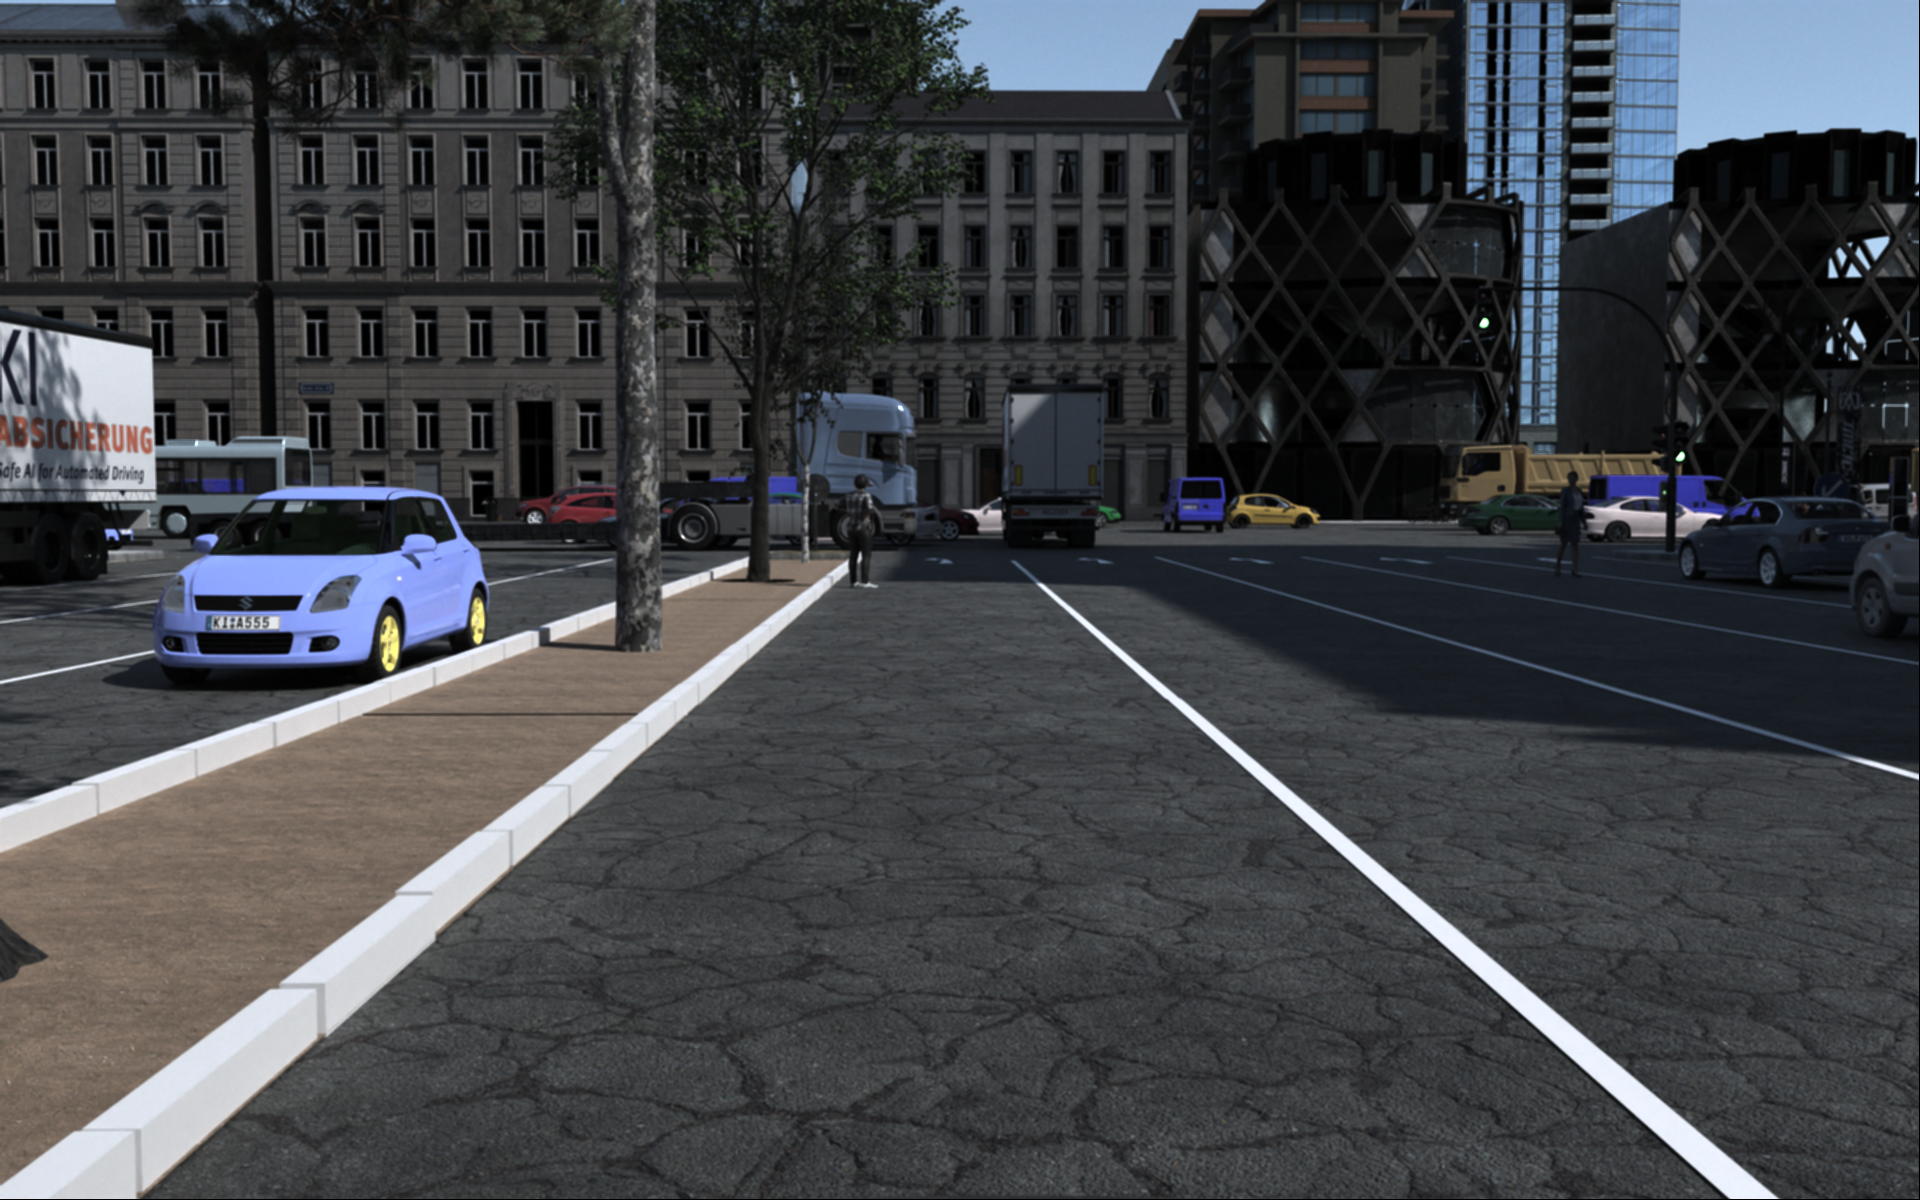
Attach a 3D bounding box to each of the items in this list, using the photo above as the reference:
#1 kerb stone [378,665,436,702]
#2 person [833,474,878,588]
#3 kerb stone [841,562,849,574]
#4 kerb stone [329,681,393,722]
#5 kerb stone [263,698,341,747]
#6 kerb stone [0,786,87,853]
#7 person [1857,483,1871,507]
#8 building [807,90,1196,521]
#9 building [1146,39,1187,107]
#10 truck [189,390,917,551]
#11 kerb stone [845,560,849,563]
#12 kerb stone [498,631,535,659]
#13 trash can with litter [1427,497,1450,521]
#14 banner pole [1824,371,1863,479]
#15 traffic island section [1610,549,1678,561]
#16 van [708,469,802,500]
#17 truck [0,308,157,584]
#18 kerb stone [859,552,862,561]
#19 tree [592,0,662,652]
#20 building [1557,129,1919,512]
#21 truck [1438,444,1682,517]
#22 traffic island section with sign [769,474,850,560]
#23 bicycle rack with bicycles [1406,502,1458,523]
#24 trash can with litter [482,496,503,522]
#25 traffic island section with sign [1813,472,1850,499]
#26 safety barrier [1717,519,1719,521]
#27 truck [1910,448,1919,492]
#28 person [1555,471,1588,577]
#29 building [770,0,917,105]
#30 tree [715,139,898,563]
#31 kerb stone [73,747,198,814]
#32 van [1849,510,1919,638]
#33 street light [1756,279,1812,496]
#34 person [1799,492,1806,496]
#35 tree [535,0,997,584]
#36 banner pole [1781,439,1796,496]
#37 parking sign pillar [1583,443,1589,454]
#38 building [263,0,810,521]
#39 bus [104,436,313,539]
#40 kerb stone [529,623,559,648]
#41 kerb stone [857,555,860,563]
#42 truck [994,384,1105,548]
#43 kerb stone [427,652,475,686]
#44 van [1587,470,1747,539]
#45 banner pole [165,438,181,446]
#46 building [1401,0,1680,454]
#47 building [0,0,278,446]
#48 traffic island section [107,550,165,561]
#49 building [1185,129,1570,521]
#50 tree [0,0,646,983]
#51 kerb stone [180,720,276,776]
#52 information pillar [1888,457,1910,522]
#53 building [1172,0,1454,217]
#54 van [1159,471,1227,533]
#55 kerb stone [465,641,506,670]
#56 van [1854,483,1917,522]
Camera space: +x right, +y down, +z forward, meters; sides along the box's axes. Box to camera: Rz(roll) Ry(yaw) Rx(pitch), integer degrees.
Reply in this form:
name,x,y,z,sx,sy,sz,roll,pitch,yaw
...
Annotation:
name,x,y,z,sx,sy,sz,roll,pitch,yaw
kerb stone,-3.948,0.605,12.304,0.120,0.150,1.000,0,4,-1
person,-1.542,-1.055,26.474,0.376,1.734,0.841,-3,5,-42
kerb stone,-2.096,-0.528,30.832,0.120,0.150,1.000,0,4,-1
kerb stone,-3.928,0.670,11.276,0.120,0.150,1.000,0,4,-1
kerb stone,-3.913,0.731,10.245,0.120,0.150,1.000,0,4,-1
kerb stone,-3.871,0.925,7.158,0.120,0.150,1.000,0,4,-1
person,31.554,-3.177,60.616,0.590,1.801,0.661,0,4,-1
building,1.690,-14.439,85.222,18.267,20.994,9.793,0,4,-1
building,30.932,-34.167,182.324,21.300,48.544,21.600,0,4,-1
truck,-9.795,-3.337,44.324,18.799,4.110,2.967,0,4,-1
kerb stone,-2.104,-0.592,31.871,0.120,0.150,1.000,0,4,-1
kerb stone,-3.986,0.415,15.416,0.120,0.150,1.000,0,4,-1
trash can with litter,22.427,-4.269,81.191,1.055,1.170,0.624,1,4,16
banner pole,17.908,-2.769,35.285,0.863,3.779,0.401,1,4,13
traffic island section,15.736,-0.983,38.357,2.009,0.180,2.903,0,4,-1
van,-7.572,-3.486,61.374,5.245,2.365,2.240,0,4,-2
truck,-15.581,-2.231,25.399,2.839,4.237,11.283,0,3,0
kerb stone,-2.197,-0.969,38.051,0.120,0.150,1.000,0,4,-1
tree,-4.153,-9.644,16.018,12.611,20.169,13.585,0,3,0
building,42.237,-13.577,89.428,16.811,18.784,16.820,0,4,-1
truck,23.193,-4.444,68.583,9.791,3.379,3.469,0,4,1
traffic island section with sign,-3.247,-1.847,38.337,2.006,1.907,1.989,0,4,-1
bicycle rack with bicycles,21.603,-3.991,78.637,2.925,0.926,2.852,0,4,7
trash can with litter,-21.607,-4.203,80.104,0.624,1.170,1.055,1,4,13
traffic island section with sign,15.828,-1.458,32.465,1.989,1.847,2.006,0,4,-1
safety barrier,17.224,-1.508,38.924,0.300,0.817,1.120,0,4,-1
truck,40.198,-4.113,63.179,9.791,3.379,3.469,0,4,1
person,10.600,-1.318,30.078,0.581,1.822,0.654,0,4,-4
building,-16.237,-49.590,249.049,20.611,71.187,20.563,0,4,-1
tree,-3.233,-5.082,35.913,4.360,8.622,3.978,0,3,0
kerb stone,-3.889,0.857,8.187,0.120,0.150,1.000,0,4,-1
van,9.920,-0.549,15.990,2.013,2.044,4.112,0,4,0
street light,17.741,-3.953,37.413,0.468,5.910,1.993,0,4,-1
person,31.213,-3.264,64.332,0.523,1.526,0.387,3,4,36
tree,-3.151,-6.081,27.641,9.928,11.665,9.643,0,3,0
banner pole,37.594,-5.421,78.648,0.863,3.779,0.401,0,4,7
parking sign pillar,32.693,-6.276,91.077,1.447,3.967,1.447,2,4,29
building,-20.015,-17.676,86.271,25.104,27.353,12.463,0,4,-1
bus,-28.050,-3.743,56.064,13.247,3.499,2.948,0,4,-1
kerb stone,-3.999,0.352,16.444,0.120,0.150,1.000,0,4,-1
kerb stone,-2.157,-0.776,34.961,0.120,0.150,1.000,0,4,-1
truck,2.465,-3.714,49.631,2.839,4.237,11.283,0,4,0
kerb stone,-3.954,0.542,13.341,0.120,0.150,1.000,0,4,-1
van,23.111,-3.157,56.000,5.245,2.365,2.240,0,4,0
banner pole,-35.204,-5.363,77.698,0.863,3.779,0.401,-2,4,-24
building,60.545,-53.158,181.799,31.000,86.520,22.319,0,4,-1
building,-45.120,-17.670,86.161,25.104,27.353,12.463,0,4,-1
traffic island section,-18.802,-0.955,37.891,2.009,0.180,2.903,0,4,-1
building,19.828,-13.582,89.516,16.811,18.784,16.820,0,4,-1
tree,-3.309,-5.804,4.784,7.806,13.903,7.818,0,3,0
kerb stone,-3.906,0.794,9.215,0.120,0.150,1.000,0,4,-1
information pillar,18.502,-1.814,34.153,0.304,2.012,0.304,1,4,19
building,30.989,-30.742,157.251,22.147,44.769,28.867,0,4,-1
van,8.876,-3.765,65.948,2.240,2.365,5.245,0,4,1
kerb stone,-3.974,0.478,14.376,0.120,0.150,1.000,0,4,-1
van,35.279,-3.732,68.028,4.112,2.044,2.013,0,4,1
